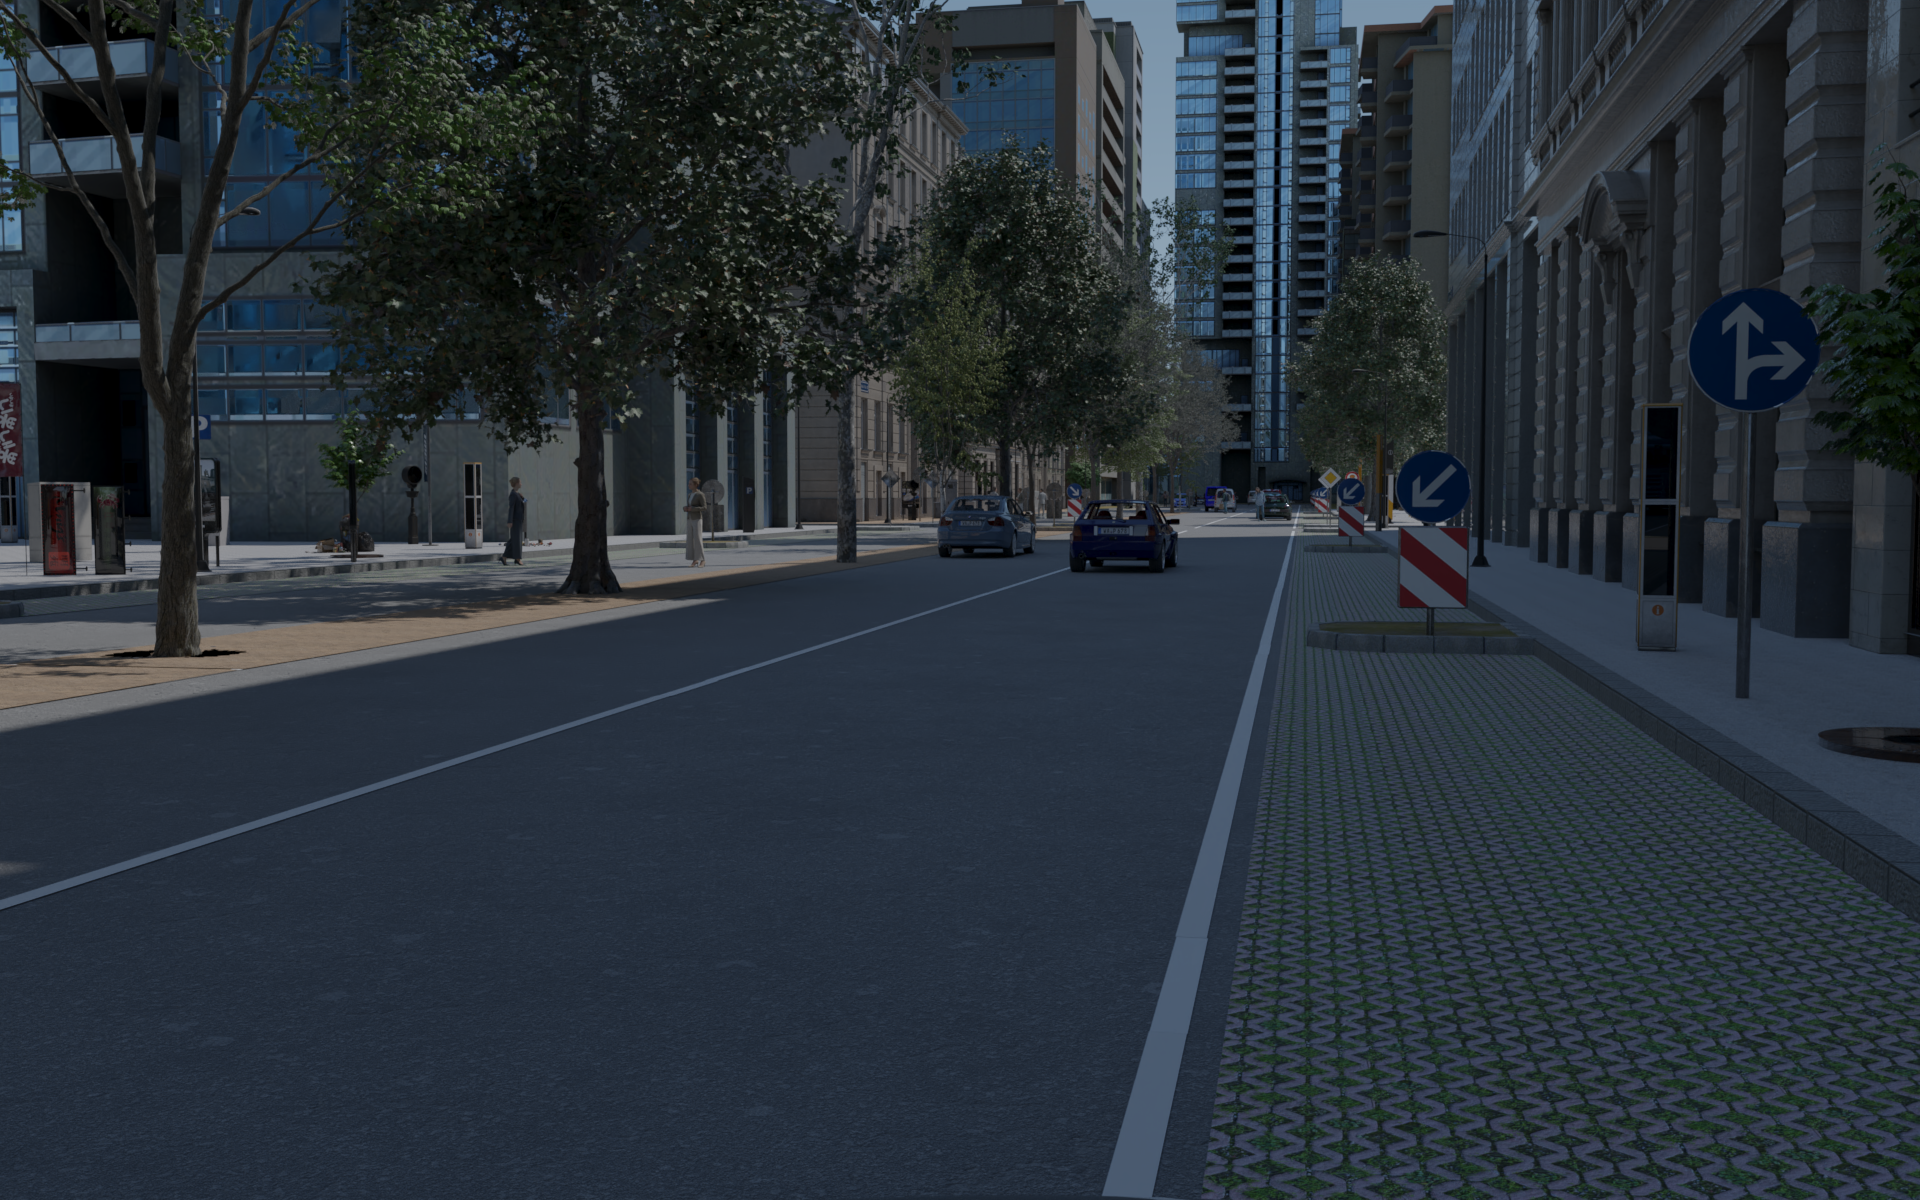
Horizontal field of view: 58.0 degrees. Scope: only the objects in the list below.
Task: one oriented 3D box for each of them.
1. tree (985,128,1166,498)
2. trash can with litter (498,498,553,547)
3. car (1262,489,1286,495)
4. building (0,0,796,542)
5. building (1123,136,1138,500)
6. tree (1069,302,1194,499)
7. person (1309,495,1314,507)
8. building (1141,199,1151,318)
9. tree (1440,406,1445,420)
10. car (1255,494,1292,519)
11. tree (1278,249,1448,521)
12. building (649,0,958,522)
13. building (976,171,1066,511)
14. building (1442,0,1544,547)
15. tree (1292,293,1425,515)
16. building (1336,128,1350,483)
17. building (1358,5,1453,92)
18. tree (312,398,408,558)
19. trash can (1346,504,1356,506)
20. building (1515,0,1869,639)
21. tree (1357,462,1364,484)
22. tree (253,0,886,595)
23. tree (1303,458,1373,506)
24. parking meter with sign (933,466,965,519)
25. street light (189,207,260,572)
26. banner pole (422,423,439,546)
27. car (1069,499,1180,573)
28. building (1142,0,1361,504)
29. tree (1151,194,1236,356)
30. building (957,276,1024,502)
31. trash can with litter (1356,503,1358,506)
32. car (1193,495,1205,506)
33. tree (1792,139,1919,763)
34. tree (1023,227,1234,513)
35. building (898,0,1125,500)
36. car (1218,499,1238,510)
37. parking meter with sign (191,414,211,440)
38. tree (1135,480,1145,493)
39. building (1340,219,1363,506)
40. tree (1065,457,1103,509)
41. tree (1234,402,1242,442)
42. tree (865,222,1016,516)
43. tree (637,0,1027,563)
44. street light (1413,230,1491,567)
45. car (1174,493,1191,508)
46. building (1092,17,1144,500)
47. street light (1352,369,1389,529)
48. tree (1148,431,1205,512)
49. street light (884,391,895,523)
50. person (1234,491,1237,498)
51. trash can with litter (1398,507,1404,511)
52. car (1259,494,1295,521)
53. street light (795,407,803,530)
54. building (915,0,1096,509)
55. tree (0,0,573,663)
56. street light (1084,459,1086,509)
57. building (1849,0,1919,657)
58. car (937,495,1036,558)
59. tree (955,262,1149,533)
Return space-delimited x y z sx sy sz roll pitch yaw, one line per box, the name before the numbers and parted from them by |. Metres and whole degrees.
tree | 1.438 -8.233 54.078 9.611 12.733 9.660 0 3 0
trash can with litter | -10.692 -1.968 43.233 1.678 1.210 2.233 1 4 11
car | 24.664 -7.855 137.101 2.281 1.827 5.304 1 4 12
building | -23.697 -45.468 56.067 31.000 86.520 22.319 1 4 11
building | 12.080 -31.207 193.823 14.154 41.232 14.086 1 4 11
tree | 8.356 -10.423 91.008 7.486 12.596 7.792 0 3 0
person | 37.226 -10.602 182.369 0.721 1.766 1.217 -2 4 -34
building | 19.018 -34.143 241.831 14.086 41.232 14.154 1 4 11
tree | 32.004 -10.163 116.526 4.360 8.622 3.978 0 3 0
car | 18.229 -5.452 100.946 2.131 1.459 4.920 1 4 12
tree | 19.618 -10.040 81.157 9.611 12.733 9.660 0 3 0
building | -7.922 -17.933 90.473 12.463 27.353 25.104 1 4 11
building | 1.020 -20.622 134.430 12.463 27.353 25.104 1 4 11
building | 20.073 -16.469 46.753 11.434 29.767 29.804 1 4 11
tree | 25.324 -12.288 107.564 9.857 13.997 8.962 0 3 0
building | 55.398 -33.529 202.824 22.147 44.769 28.867 1 4 11
building | 47.860 -30.899 159.824 22.147 44.769 28.867 1 4 11
tree | -12.320 -2.475 35.071 1.663 3.219 1.824 0 3 0
trash can | 25.581 -6.220 113.354 0.748 1.137 0.748 0 3 0
building | 13.931 -11.864 22.850 11.050 23.489 19.941 1 4 11
tree | 29.757 -10.856 127.859 4.360 8.622 3.978 0 3 0
tree | -5.294 -6.439 24.748 9.611 12.733 9.660 0 3 0
tree | 32.158 -13.820 144.083 7.486 12.596 7.792 0 3 0
parking meter with sign | -0.536 -5.774 90.666 1.738 3.016 0.543 -1 4 -22
street light | -12.026 -3.412 28.328 1.470 5.913 1.316 1 4 11
banner pole | -13.252 -3.245 43.071 0.401 3.779 0.863 -2 4 -28
car | 3.159 -1.246 32.953 1.945 1.354 3.894 1 4 12
building | 41.932 -56.725 240.121 31.000 86.520 22.319 1 4 11
tree | 9.503 -14.918 102.256 12.611 20.169 13.585 0 3 0
building | -2.016 -15.138 112.142 10.561 19.102 19.286 1 4 11
trash can with litter | 30.325 -7.426 132.474 1.678 1.210 2.233 -1 4 -13
car | 28.256 -11.654 203.116 1.945 1.354 3.894 1 4 12
tree | 5.000 -0.852 8.530 1.663 3.219 1.824 0 3 0
tree | 6.140 -10.190 79.438 12.009 13.543 11.850 0 3 0
building | 4.986 -33.831 176.845 21.300 48.544 21.600 1 4 11
car | 23.927 -8.906 155.392 2.009 1.686 4.222 1 4 11
parking meter with sign | -17.063 -2.596 38.698 0.543 3.016 1.738 -2 4 -27
tree | 21.331 -12.792 203.753 1.663 3.219 1.824 0 3 0
building | 47.252 -25.110 182.242 14.160 30.474 14.107 1 4 11
tree | 10.588 -10.049 148.015 4.285 4.588 4.351 0 3 0
tree | 12.956 -12.355 114.824 12.009 13.543 11.850 0 3 0
tree | -0.444 -5.653 45.246 4.737 8.622 4.395 0 3 0
tree | -3.386 -10.899 36.547 12.611 20.169 13.585 0 3 0
street light | 8.672 -3.549 30.559 1.470 5.913 1.316 1 4 11
car | 23.233 -10.519 181.569 1.945 1.707 3.694 1 4 12
building | 8.164 -41.207 215.740 28.212 58.520 21.231 1 4 11
street light | 15.264 -5.621 64.447 1.470 5.913 1.316 1 4 11
tree | 17.309 -11.191 135.793 4.737 8.622 4.395 0 3 0
street light | -2.665 -6.337 76.150 1.470 5.913 1.316 1 4 11
person | 33.181 -12.208 208.552 0.568 1.767 0.683 0 4 -3
trash can with litter | 33.962 -7.394 132.282 1.055 1.170 0.624 3 4 38
car | 17.251 -5.189 94.621 2.009 1.686 4.222 1 4 12
street light | -5.297 -5.500 62.460 1.470 5.913 1.316 1 4 11
building | 4.646 -31.077 158.227 14.600 45.320 14.200 1 4 11
tree | -6.811 -5.294 14.763 9.928 11.665 9.643 0 3 0
street light | 11.010 -10.527 144.652 1.470 5.913 1.316 1 4 11
building | 10.986 -9.178 4.805 10.420 20.320 16.860 1 4 11
car | 0.641 -1.742 40.492 2.014 1.417 4.499 1 4 11
tree | 2.736 -7.699 62.745 8.767 10.594 7.601 1 4 11
